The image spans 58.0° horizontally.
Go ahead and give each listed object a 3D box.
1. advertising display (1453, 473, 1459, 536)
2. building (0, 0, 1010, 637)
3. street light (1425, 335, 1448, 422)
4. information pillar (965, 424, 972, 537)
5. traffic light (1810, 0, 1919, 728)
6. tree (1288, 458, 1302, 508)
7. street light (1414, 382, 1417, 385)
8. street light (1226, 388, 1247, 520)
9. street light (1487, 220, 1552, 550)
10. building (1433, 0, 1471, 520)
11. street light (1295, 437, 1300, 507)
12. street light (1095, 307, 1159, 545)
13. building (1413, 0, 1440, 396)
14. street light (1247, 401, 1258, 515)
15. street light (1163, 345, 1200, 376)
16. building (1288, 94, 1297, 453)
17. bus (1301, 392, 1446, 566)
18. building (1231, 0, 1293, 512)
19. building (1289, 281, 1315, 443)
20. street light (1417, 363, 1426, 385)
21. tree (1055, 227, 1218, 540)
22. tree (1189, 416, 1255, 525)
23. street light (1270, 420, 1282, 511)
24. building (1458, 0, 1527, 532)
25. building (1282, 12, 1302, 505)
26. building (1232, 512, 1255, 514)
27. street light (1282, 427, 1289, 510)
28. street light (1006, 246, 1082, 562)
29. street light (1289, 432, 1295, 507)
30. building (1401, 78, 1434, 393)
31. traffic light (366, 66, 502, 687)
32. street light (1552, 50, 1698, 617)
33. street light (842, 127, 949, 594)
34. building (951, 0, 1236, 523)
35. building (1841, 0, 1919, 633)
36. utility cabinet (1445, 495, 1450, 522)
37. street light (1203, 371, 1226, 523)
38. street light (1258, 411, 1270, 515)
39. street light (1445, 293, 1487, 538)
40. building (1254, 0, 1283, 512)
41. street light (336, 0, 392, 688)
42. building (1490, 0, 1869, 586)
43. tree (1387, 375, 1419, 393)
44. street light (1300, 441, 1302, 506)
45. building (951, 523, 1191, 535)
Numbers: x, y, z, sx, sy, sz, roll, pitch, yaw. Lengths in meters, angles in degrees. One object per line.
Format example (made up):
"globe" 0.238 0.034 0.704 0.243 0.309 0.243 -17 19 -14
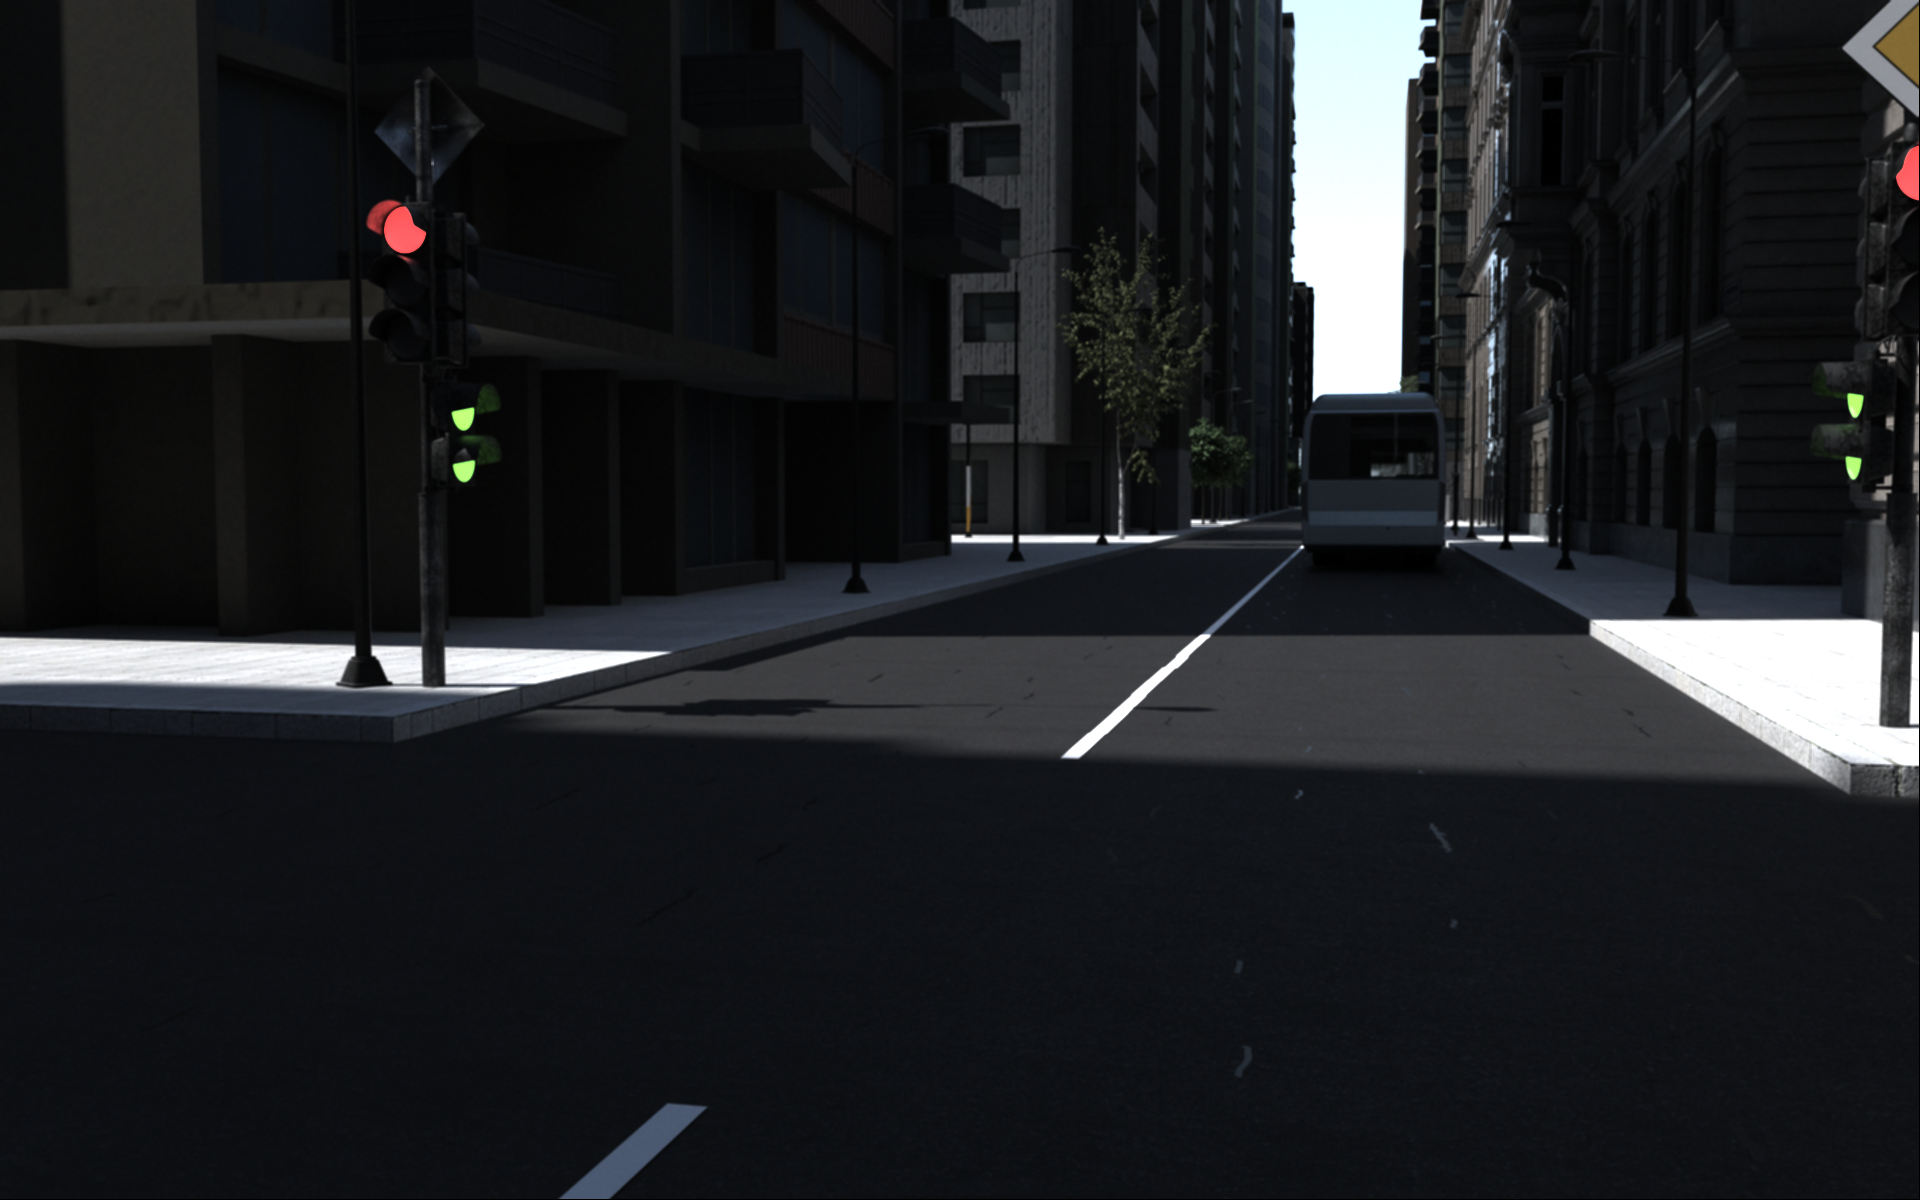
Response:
"advertising display" 15.397 -2.969 53.750 0.123 1.923 0.974 1 4 18
"building" -11.427 -22.899 29.032 22.147 44.769 28.867 1 4 13
"street light" 14.441 -4.776 50.629 1.470 5.913 1.316 1 4 13
"information pillar" 0.262 -3.674 51.424 0.183 3.616 0.504 0 4 6
"traffic light" 5.144 -1.256 9.455 0.839 4.253 0.868 1 4 13
"tree" 30.389 -10.771 159.821 4.285 4.588 4.351 0 3 0
"street light" 19.487 -6.067 71.739 1.470 5.913 1.316 1 4 13
"street light" 11.713 -6.345 76.277 1.470 5.913 1.316 1 4 13
"street light" 9.773 -3.478 29.414 1.470 5.913 1.316 1 4 13
"building" 31.916 -19.463 89.923 14.160 30.474 14.107 1 4 13
"street light" 26.721 -10.320 141.265 1.470 5.913 1.316 1 4 13
"street light" 4.099 -4.324 43.246 1.470 5.913 1.316 1 4 13
"building" 48.231 -29.656 139.498 22.147 44.769 28.867 1 4 13
"street light" 13.923 -6.958 86.296 1.470 5.913 1.316 1 4 13
"street light" 6.621 -4.999 54.269 1.470 5.913 1.316 1 4 13
"building" 23.729 -32.274 182.303 22.147 44.769 28.867 1 4 13
"bus" 9.123 -2.635 37.938 2.948 3.499 13.247 1 4 14
"building" 21.038 -28.475 149.159 14.154 41.232 14.086 1 4 13
"building" 40.315 -28.240 233.426 14.160 30.474 14.107 1 4 13
"street light" 16.992 -5.424 61.229 1.470 5.913 1.316 1 4 13
"tree" 4.775 -5.998 48.434 4.737 8.622 4.395 0 3 0
"tree" 10.113 -5.428 72.454 4.285 4.588 4.351 0 3 0
"street light" 19.170 -8.307 108.353 1.470 5.913 1.316 1 4 13
"building" 26.533 -16.562 68.054 12.463 27.353 25.104 1 4 13
"building" 30.864 -54.921 210.634 22.319 86.520 31.000 1 4 13
"building" 11.100 -25.965 108.119 14.154 41.232 14.086 1 4 13
"street light" 21.769 -9.003 119.735 1.470 5.913 1.316 1 4 13
"street light" 1.591 -3.682 32.739 1.470 5.913 1.316 1 4 13
"street light" 24.200 -9.646 130.260 1.470 5.913 1.316 1 4 13
"building" 53.748 -32.533 182.018 14.600 45.320 14.200 1 4 13
"traffic light" -3.494 -1.377 11.431 0.839 4.253 0.868 1 4 13
"street light" 7.065 -2.792 18.194 1.470 5.913 1.316 1 4 13
"street light" -0.825 -3.038 22.210 1.470 5.913 1.316 1 4 13
"building" 7.217 -19.679 93.446 14.160 30.474 14.107 1 4 13
"building" 17.387 -11.149 11.164 19.941 23.489 11.050 1 4 13
"utility cabinet" 22.218 -4.160 79.178 0.306 1.237 1.020 1 4 12
"street light" 9.154 -5.696 65.666 1.470 5.913 1.316 1 4 13
"street light" 16.488 -7.642 97.487 1.470 5.913 1.316 1 4 13
"street light" 12.091 -4.124 39.965 1.470 5.913 1.316 1 4 13
"building" 12.614 -35.897 128.908 21.231 58.520 28.212 1 4 13
"street light" -3.473 -2.372 11.316 1.470 5.913 1.316 1 4 13
"building" 19.720 -13.454 39.061 14.460 24.649 34.723 1 4 13
"tree" 42.500 -15.122 165.367 7.486 12.596 7.792 0 3 0
"street light" 29.229 -10.962 151.772 1.470 5.913 1.316 1 4 13
"building" 0.394 -17.621 59.809 14.160 30.474 14.107 1 4 13
